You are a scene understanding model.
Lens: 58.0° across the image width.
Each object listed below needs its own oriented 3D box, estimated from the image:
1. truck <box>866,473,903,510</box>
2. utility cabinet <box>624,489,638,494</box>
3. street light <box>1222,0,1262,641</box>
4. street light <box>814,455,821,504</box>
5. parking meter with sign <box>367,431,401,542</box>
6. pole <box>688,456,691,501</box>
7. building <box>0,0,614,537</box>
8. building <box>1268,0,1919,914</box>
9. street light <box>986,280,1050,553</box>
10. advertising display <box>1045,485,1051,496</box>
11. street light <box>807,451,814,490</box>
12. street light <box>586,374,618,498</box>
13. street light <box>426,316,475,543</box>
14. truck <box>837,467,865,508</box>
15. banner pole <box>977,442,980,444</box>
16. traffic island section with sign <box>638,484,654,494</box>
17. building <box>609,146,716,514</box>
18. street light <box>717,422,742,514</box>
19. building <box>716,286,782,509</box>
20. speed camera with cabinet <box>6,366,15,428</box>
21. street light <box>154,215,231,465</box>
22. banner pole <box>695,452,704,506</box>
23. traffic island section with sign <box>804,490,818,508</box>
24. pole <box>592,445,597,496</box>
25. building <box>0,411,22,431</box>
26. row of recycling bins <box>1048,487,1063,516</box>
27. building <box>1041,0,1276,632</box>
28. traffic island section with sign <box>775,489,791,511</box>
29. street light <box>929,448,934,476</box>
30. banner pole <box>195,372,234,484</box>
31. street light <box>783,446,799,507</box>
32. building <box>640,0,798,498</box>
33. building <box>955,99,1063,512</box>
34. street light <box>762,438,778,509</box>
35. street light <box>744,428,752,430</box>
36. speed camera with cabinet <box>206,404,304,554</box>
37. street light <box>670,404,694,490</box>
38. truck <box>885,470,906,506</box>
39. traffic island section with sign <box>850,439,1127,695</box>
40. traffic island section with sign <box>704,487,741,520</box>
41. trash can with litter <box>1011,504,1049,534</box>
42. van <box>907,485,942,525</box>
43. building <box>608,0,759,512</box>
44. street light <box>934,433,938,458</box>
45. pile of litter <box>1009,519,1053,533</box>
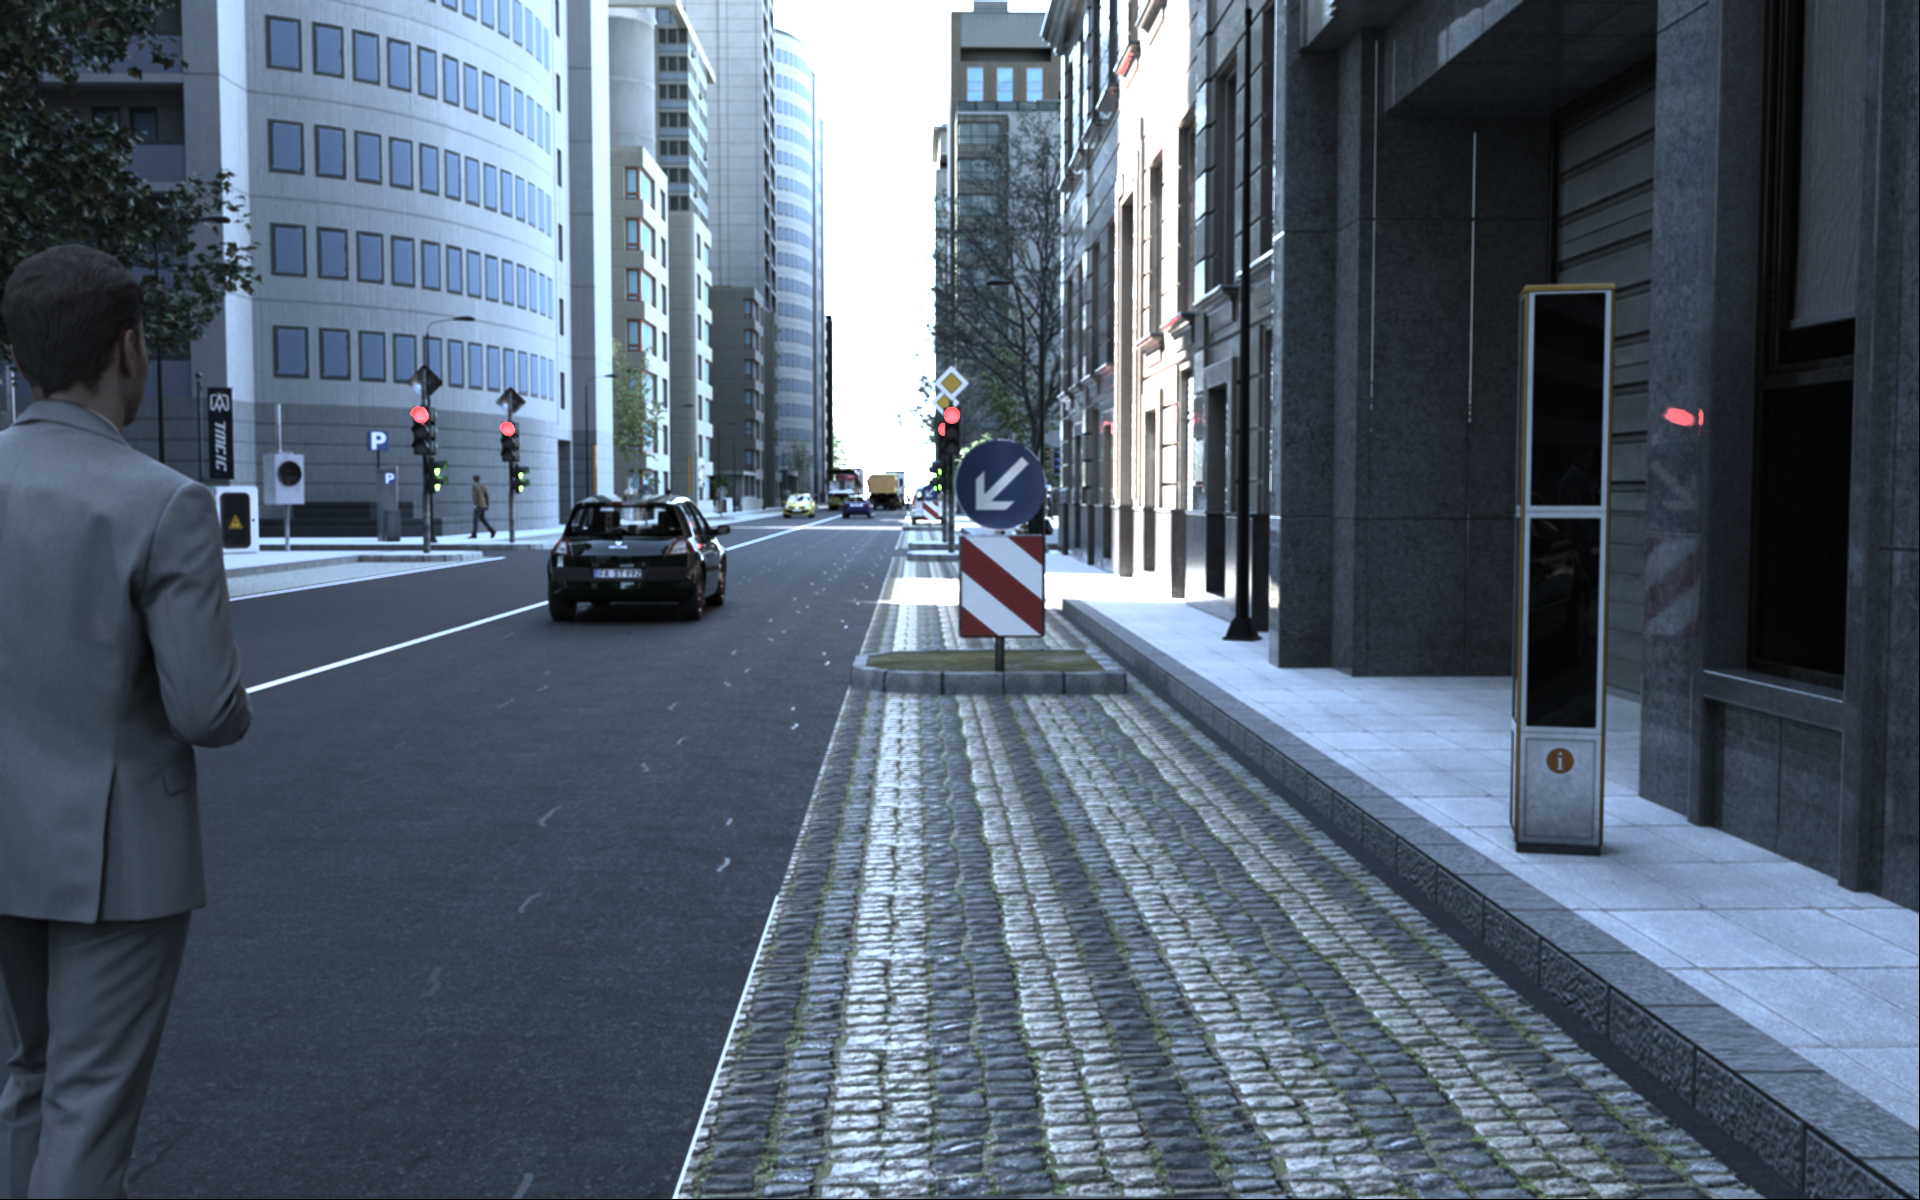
[{"bbox_3d":[-7.142,-10.113,161.266,3.469,3.379,9.791,0,4,-1],"label":"truck"},{"bbox_3d":[-15.275,-4.470,81.765,1.173,1.500,0.318,1,4,23],"label":"utility cabinet"},{"bbox_3d":[1.948,-2.603,15.097,1.470,5.913,1.316,0,4,-2],"label":"street light"},{"bbox_3d":[-17.424,-14.217,204.984,1.470,5.913,1.316,0,4,-2],"label":"street light"},{"bbox_3d":[-15.661,-3.119,47.264,0.543,3.016,1.738,-2,4,-31],"label":"parking meter with sign"},{"bbox_3d":[-14.569,-6.076,93.193,0.158,3.312,0.155,0,3,0],"label":"pole"},{"bbox_3d":[-25.551,-31.757,61.228,21.231,58.520,28.212,0,4,-2],"label":"building"},{"bbox_3d":[8.606,-11.291,2.626,12.078,24.808,19.932,0,4,-2],"label":"building"},{"bbox_3d":[1.256,-3.984,37.684,1.470,5.913,1.316,0,4,-2],"label":"street light"},{"bbox_3d":[5.801,-6.802,116.432,0.974,1.923,0.123,1,4,18],"label":"advertising display"},{"bbox_3d":[-16.972,-13.187,188.143,1.470,5.913,1.316,0,4,-2],"label":"street light"},{"bbox_3d":[-13.932,-5.792,67.244,1.470,5.913,1.316,0,4,-2],"label":"street light"},{"bbox_3d":[-13.348,-4.452,45.334,1.470,5.913,1.316,0,4,-2],"label":"street light"},{"bbox_3d":[-11.703,-11.944,184.204,2.839,4.237,11.283,0,4,0],"label":"truck"},{"bbox_3d":[1.099,-5.668,82.690,0.863,3.779,0.401,0,4,-7],"label":"banner pole"},{"bbox_3d":[-12.423,-3.663,68.515,1.989,1.847,2.006,0,4,-2],"label":"traffic island section with sign"},{"bbox_3d":[-29.923,-15.617,100.379,27.650,21.520,28.899,0,4,-2],"label":"building"},{"bbox_3d":[-15.011,-8.514,111.748,1.470,5.913,1.316,0,4,-2],"label":"street light"},{"bbox_3d":[-31.315,-19.185,158.709,27.650,21.520,28.899,0,4,-2],"label":"building"},{"bbox_3d":[-15.400,-1.999,27.012,2.038,3.252,0.660,2,4,26],"label":"speed camera with cabinet"},{"bbox_3d":[-12.850,-3.452,28.989,1.470,5.913,1.316,0,4,-2],"label":"street light"},{"bbox_3d":[-15.374,-6.857,102.125,0.401,3.779,0.863,3,5,41],"label":"banner pole"},{"bbox_3d":[-15.185,-10.028,172.590,1.989,1.847,2.006,0,4,-2],"label":"traffic island section with sign"},{"bbox_3d":[-15.074,-4.745,71.430,0.158,3.312,0.155,0,3,0],"label":"pole"},{"bbox_3d":[-34.109,-22.764,26.809,28.867,44.769,22.147,0,4,-2],"label":"building"},{"bbox_3d":[6.225,-5.868,103.053,1.069,1.692,3.534,2,4,32],"label":"row of recycling bins"},{"bbox_3d":[8.098,-13.930,25.019,12.463,27.353,25.104,0,4,-2],"label":"building"},{"bbox_3d":[-14.467,-8.369,145.455,1.989,1.847,2.006,0,4,-2],"label":"traffic island section with sign"},{"bbox_3d":[-1.772,-10.960,151.731,1.470,5.913,1.316,0,4,-2],"label":"street light"},{"bbox_3d":[-15.426,-2.798,35.772,0.863,3.779,0.401,-2,4,-28],"label":"banner pole"},{"bbox_3d":[-16.378,-11.847,166.233,1.470,5.913,1.316,0,4,-2],"label":"street light"},{"bbox_3d":[-27.794,-45.504,182.243,20.563,71.187,20.611,0,4,-2],"label":"building"},{"bbox_3d":[6.611,-21.969,130.893,14.160,30.474,14.107,0,4,-2],"label":"building"},{"bbox_3d":[-15.822,-10.507,144.322,1.470,5.913,1.316,0,4,-2],"label":"street light"},{"bbox_3d":[-15.356,-9.142,122.004,1.470,5.913,1.316,0,4,-2],"label":"street light"},{"bbox_3d":[-15.285,-2.639,37.478,0.660,3.252,2.038,3,5,41],"label":"speed camera with cabinet"},{"bbox_3d":[-14.439,-7.167,89.713,1.470,5.913,1.316,0,4,-2],"label":"street light"},{"bbox_3d":[-7.927,-13.584,211.008,2.839,4.237,11.283,0,4,-2],"label":"truck"},{"bbox_3d":[0.167,-0.281,13.228,1.989,1.847,2.006,0,4,-2],"label":"traffic island section with sign"},{"bbox_3d":[-13.136,-5.311,95.461,1.989,1.847,2.006,0,4,-2],"label":"traffic island section with sign"},{"bbox_3d":[2.033,-2.405,50.716,1.055,1.170,0.624,-2,4,-27],"label":"trash can with litter"},{"bbox_3d":[-1.465,-4.537,81.199,2.013,2.044,4.112,0,4,-1],"label":"van"},{"bbox_3d":[-32.195,-26.901,131.709,32.217,40.220,23.993,0,4,-2],"label":"building"},{"bbox_3d":[-1.033,-9.620,129.825,1.470,5.913,1.316,0,4,-2],"label":"street light"},{"bbox_3d":[2.351,-2.630,56.963,1.719,0.858,1.176,-2,4,-26],"label":"pile of litter"}]
